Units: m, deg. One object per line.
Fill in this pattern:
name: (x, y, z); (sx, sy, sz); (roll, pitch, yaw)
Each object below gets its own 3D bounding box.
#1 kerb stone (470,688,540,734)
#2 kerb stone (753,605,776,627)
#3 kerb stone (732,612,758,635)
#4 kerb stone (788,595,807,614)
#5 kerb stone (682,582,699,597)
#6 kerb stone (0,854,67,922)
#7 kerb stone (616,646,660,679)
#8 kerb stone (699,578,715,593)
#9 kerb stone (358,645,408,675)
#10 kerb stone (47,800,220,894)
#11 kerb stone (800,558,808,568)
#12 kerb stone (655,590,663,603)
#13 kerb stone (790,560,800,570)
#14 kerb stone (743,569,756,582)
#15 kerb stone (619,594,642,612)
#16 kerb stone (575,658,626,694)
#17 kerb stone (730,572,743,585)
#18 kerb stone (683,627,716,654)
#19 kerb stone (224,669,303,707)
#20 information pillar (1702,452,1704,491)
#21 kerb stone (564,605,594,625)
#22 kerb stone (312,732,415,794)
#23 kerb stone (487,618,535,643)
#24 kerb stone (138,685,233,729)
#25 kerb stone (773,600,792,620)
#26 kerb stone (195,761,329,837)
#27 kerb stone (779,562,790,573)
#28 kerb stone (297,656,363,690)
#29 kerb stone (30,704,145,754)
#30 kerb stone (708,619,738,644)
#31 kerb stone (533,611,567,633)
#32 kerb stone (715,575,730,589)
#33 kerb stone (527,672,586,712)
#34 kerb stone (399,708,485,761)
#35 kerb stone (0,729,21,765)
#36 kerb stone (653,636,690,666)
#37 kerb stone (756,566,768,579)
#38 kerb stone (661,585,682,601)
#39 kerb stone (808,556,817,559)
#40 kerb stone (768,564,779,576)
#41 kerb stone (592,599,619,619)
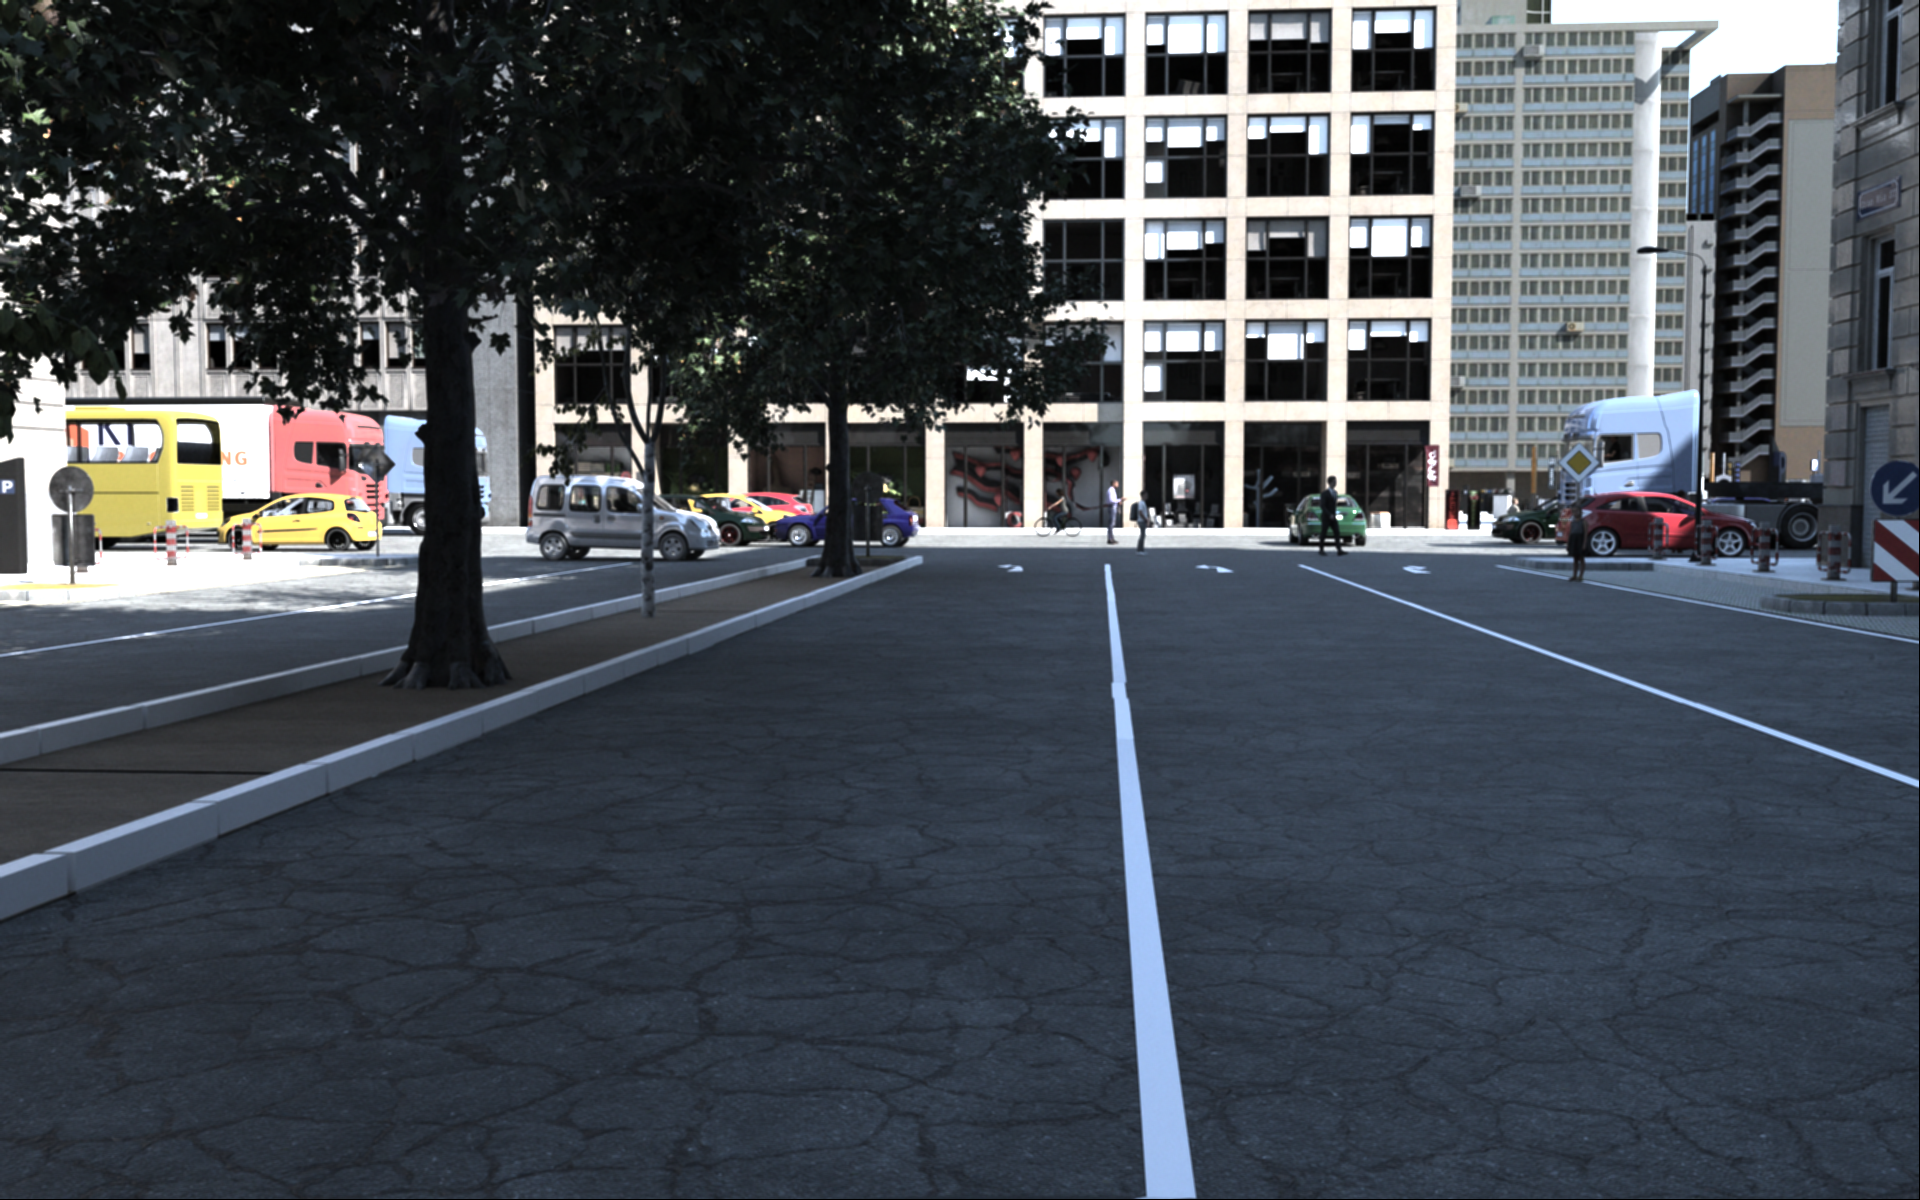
kerb stone: (-2.857, 0.699, 10.811); (0.120, 0.150, 1.000); (0, 4, 5)
kerb stone: (-2.195, 0.195, 19.001); (0.120, 0.150, 1.000); (0, 4, 5)
kerb stone: (-2.285, 0.259, 17.979); (0.120, 0.150, 1.000); (0, 4, 5)
kerb stone: (-2.033, 0.072, 21.049); (0.120, 0.150, 1.000); (0, 4, 5)
kerb stone: (-3.871, -0.130, 24.318); (0.120, 0.150, 1.000); (0, 4, 5)
kerb stone: (-3.280, 1.010, 5.675); (0.120, 0.150, 1.000); (0, 4, 5)
kerb stone: (-2.614, 0.509, 13.881); (0.120, 0.150, 1.000); (0, 4, 5)
kerb stone: (-3.787, -0.191, 25.348); (0.120, 0.150, 1.000); (0, 4, 5)
kerb stone: (-4.702, 0.498, 14.076); (0.120, 0.150, 1.000); (0, 4, 5)
kerb stone: (-3.187, 0.947, 6.706); (0.120, 0.150, 1.000); (0, 4, 5)
kerb stone: (-3.131, -0.688, 33.558); (0.120, 0.150, 1.000); (0, 4, 5)
kerb stone: (-4.040, -0.005, 22.273); (0.120, 0.150, 1.000); (0, 4, 5)
kerb stone: (-3.208, -0.626, 32.534); (0.120, 0.150, 1.000); (0, 4, 5)
kerb stone: (-3.544, -0.381, 28.428); (0.120, 0.150, 1.000); (0, 4, 5)
kerb stone: (-4.124, 0.058, 21.251); (0.120, 0.150, 1.000); (0, 4, 5)
kerb stone: (-2.694, 0.571, 12.858); (0.120, 0.150, 1.000); (0, 4, 5)
kerb stone: (-3.628, -0.317, 27.399); (0.120, 0.150, 1.000); (0, 4, 5)
kerb stone: (-2.436, 0.383, 15.933); (0.120, 0.150, 1.000); (0, 4, 5)
kerb stone: (-4.866, 0.622, 12.023); (0.120, 0.150, 1.000); (0, 4, 5)
information pillar: (36.829, -5.795, 86.097); (0.183, 3.616, 0.504); (3, 5, 43)
kerb stone: (-4.290, 0.183, 19.199); (0.120, 0.150, 1.000); (0, 4, 5)
kerb stone: (-3.025, 0.822, 8.759); (0.120, 0.150, 1.000); (0, 4, 5)
kerb stone: (-4.458, 0.309, 17.150); (0.120, 0.150, 1.000); (0, 4, 5)
kerb stone: (-4.943, 0.685, 10.999); (0.120, 0.150, 1.000); (0, 4, 5)
kerb stone: (-2.115, 0.133, 20.023); (0.120, 0.150, 1.000); (0, 4, 5)
kerb stone: (-3.113, 0.884, 7.736); (0.120, 0.150, 1.000); (0, 4, 5)
kerb stone: (-3.290, -0.570, 31.511); (0.120, 0.150, 1.000); (0, 4, 5)
kerb stone: (-4.792, 0.560, 13.046); (0.120, 0.150, 1.000); (0, 4, 5)
kerb stone: (-5.042, 0.748, 9.976); (0.120, 0.150, 1.000); (0, 4, 5)
kerb stone: (-2.362, 0.320, 16.956); (0.120, 0.150, 1.000); (0, 4, 5)
kerb stone: (-4.362, 0.246, 18.173); (0.120, 0.150, 1.000); (0, 4, 5)
kerb stone: (-3.703, -0.253, 26.376); (0.120, 0.150, 1.000); (0, 4, 5)
kerb stone: (-2.780, 0.634, 11.835); (0.120, 0.150, 1.000); (0, 4, 5)
kerb stone: (-2.937, 0.760, 9.786); (0.120, 0.150, 1.000); (0, 4, 5)
kerb stone: (-5.119, 0.810, 8.945); (0.120, 0.150, 1.000); (0, 4, 5)
kerb stone: (-2.527, 0.446, 14.911); (0.120, 0.150, 1.000); (0, 4, 5)
kerb stone: (-3.459, -0.444, 29.454); (0.120, 0.150, 1.000); (0, 4, 5)
kerb stone: (-3.958, -0.067, 23.296); (0.120, 0.150, 1.000); (0, 4, 5)
kerb stone: (-3.045, -0.753, 34.581); (0.120, 0.150, 1.000); (0, 4, 5)
kerb stone: (-3.375, -0.504, 30.478); (0.120, 0.150, 1.000); (0, 4, 5)
kerb stone: (-4.204, 0.121, 20.221); (0.120, 0.150, 1.000); (0, 4, 5)
